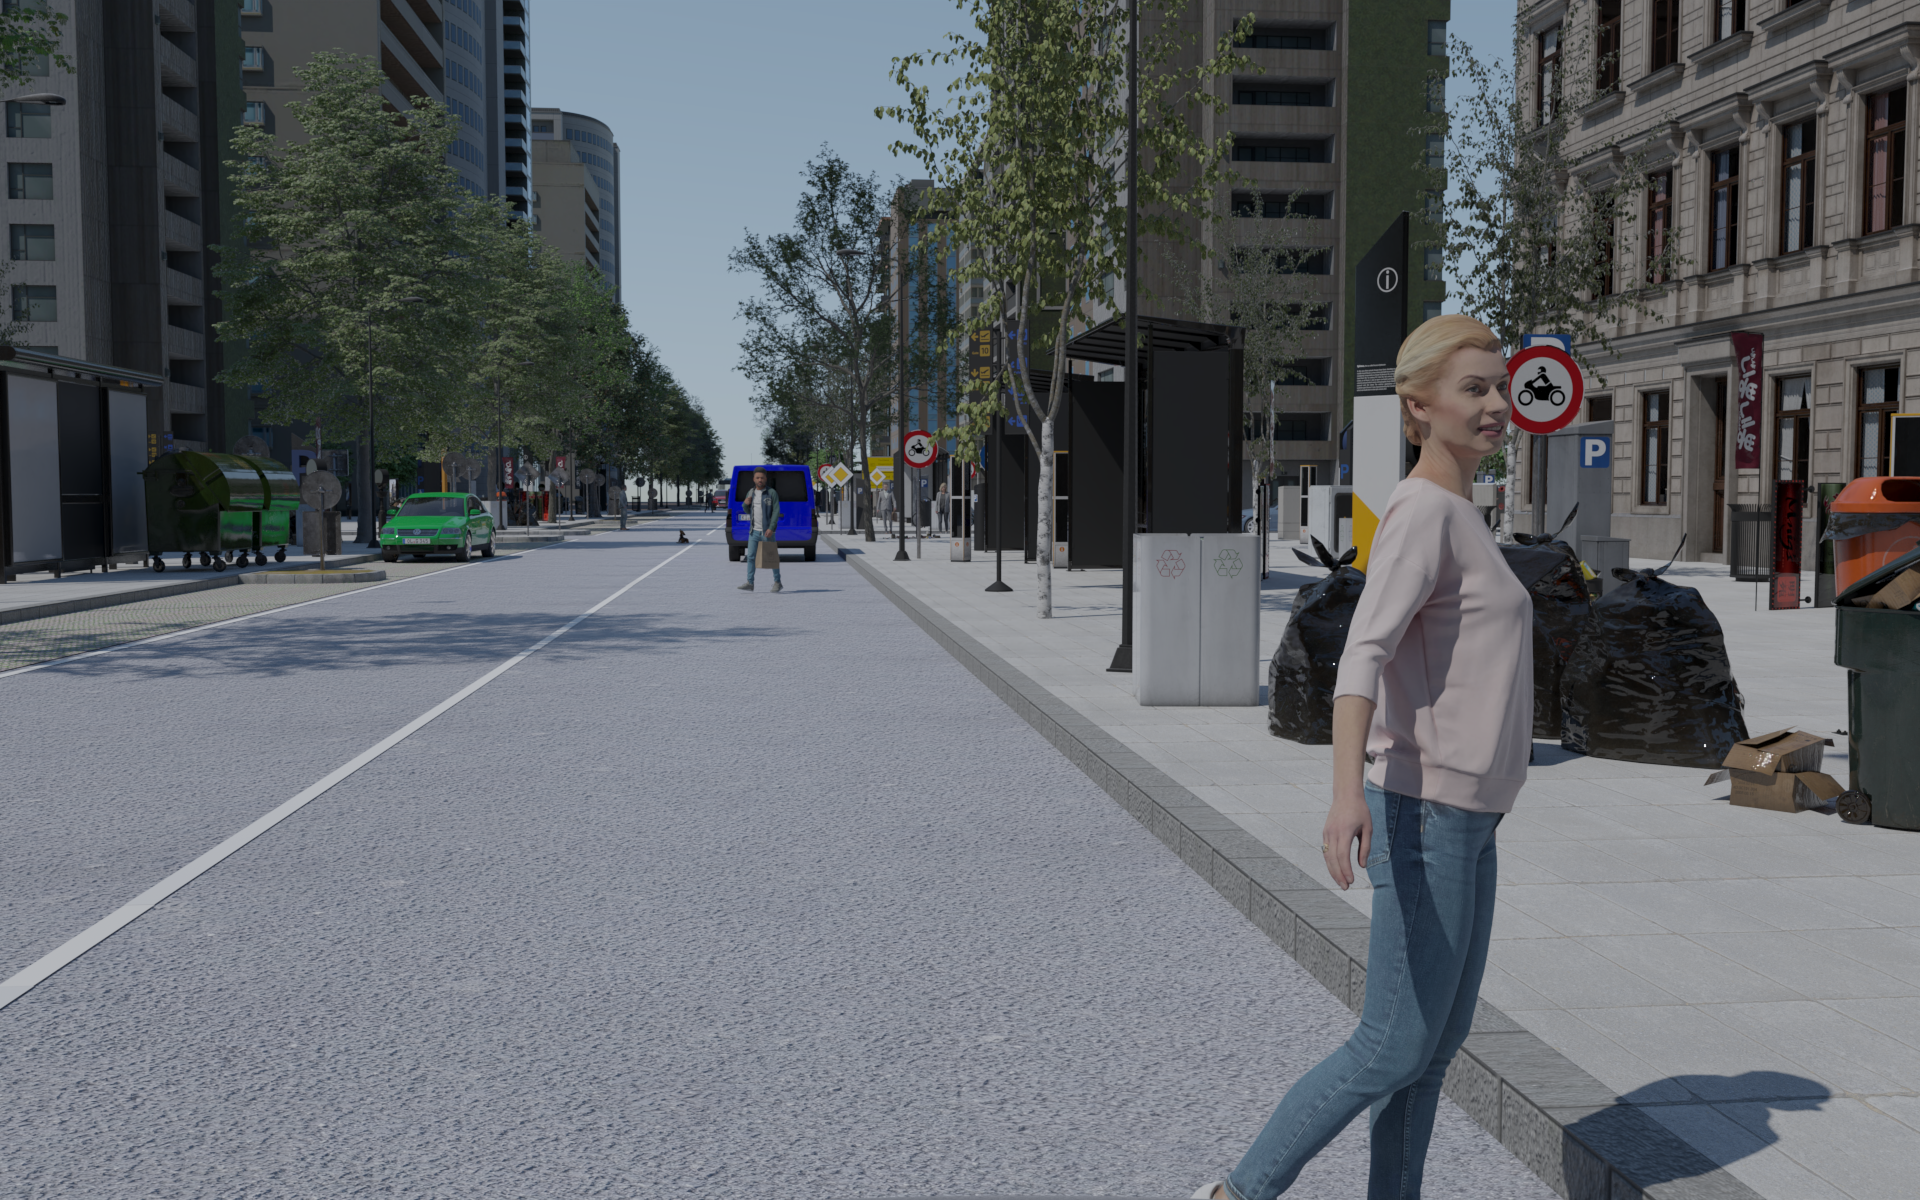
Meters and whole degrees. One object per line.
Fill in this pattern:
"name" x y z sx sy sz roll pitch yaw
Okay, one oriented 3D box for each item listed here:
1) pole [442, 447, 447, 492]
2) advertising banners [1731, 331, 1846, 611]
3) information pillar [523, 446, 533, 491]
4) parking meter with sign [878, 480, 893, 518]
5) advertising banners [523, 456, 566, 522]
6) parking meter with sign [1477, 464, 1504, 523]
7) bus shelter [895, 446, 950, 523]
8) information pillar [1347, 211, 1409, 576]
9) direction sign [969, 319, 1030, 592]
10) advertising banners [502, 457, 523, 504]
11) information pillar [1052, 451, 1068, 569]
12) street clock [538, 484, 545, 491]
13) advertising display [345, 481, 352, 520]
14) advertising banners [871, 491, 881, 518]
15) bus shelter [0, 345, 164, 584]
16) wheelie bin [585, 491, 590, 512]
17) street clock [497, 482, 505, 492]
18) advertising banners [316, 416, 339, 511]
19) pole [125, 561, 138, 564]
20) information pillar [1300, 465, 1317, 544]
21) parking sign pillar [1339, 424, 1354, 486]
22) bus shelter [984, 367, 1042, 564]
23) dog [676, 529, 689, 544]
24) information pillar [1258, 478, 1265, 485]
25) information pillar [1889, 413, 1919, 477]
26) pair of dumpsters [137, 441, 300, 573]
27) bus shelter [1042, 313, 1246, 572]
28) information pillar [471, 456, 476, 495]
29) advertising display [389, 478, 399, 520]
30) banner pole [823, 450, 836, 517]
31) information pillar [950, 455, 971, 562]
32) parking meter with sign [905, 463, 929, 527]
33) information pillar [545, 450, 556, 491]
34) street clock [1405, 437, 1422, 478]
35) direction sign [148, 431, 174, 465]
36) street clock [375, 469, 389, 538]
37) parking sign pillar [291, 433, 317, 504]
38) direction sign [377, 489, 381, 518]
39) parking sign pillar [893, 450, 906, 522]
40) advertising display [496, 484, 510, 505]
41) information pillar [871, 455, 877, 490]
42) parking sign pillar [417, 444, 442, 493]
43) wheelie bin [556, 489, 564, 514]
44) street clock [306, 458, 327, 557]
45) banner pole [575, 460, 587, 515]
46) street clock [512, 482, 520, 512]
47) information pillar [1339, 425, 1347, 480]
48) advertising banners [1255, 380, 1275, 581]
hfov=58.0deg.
"pole" -21.972 -4.893 73.848 0.158 3.312 0.155 0 3 0
"advertising banners" 9.168 -1.403 19.124 2.074 3.025 0.090 -2 4 -28
"information pillar" -20.828 -5.636 83.509 0.504 3.616 0.183 1 4 14
"parking meter with sign" -3.746 -5.836 91.674 0.543 3.016 1.738 -3 4 -38
"advertising banners" -19.263 -5.164 80.612 2.074 3.025 0.090 1 4 15
"parking meter with sign" 16.306 -3.517 53.767 0.543 3.016 1.738 0 4 3
"bus shelter" -1.541 -4.871 73.569 2.014 3.302 5.546 0 4 -6
"information pillar" 3.549 -1.422 14.602 0.183 3.616 0.504 -3 5 -41
"direction sign" 0.513 -1.880 22.740 0.876 3.537 0.379 2 4 27
"advertising banners" -20.557 -5.238 81.834 2.074 3.025 0.090 -1 4 -20
"information pillar" 1.742 -1.546 29.767 0.304 2.012 0.304 0 4 -2
"street clock" -29.149 -7.104 120.716 0.471 2.002 0.358 -2 4 -33
"advertising display" -30.646 -4.991 86.815 0.123 1.923 0.974 -2 4 -30
"advertising banners" -3.803 -6.164 96.962 2.074 3.025 0.090 -1 4 -17
"bus shelter" -14.509 -2.946 25.796 2.179 5.291 8.768 0 4 -6
"wheelie bin" -26.060 -6.990 122.197 0.693 1.594 0.980 0 4 1
"street clock" -27.069 -5.971 102.189 0.358 2.002 0.471 2 4 33
"advertising banners" -14.001 -2.576 38.306 0.090 3.025 2.074 -2 4 -31
"pole" -15.140 -2.307 31.564 0.158 3.312 0.155 0 3 0
"information pillar" 8.908 -2.434 44.290 0.304 2.012 0.304 -3 4 -38
"parking sign pillar" 11.389 -3.710 49.130 1.447 3.967 1.447 -2 4 -31
"bus shelter" 1.361 -2.666 34.872 1.731 3.624 6.357 0 4 -6
"dog" -8.121 -1.845 50.366 0.550 0.427 0.748 1 4 13
"information pillar" 13.463 -4.468 77.540 0.304 2.012 0.304 -1 4 -14
"information pillar" 8.691 -0.698 15.907 0.304 2.012 0.304 2 4 28
"pair of dumpsters" -12.898 -1.699 30.274 1.574 2.255 4.437 0 4 -6
"bus shelter" 2.614 -2.103 25.662 1.731 3.624 6.357 0 4 -6
"information pillar" -29.837 -7.015 106.045 0.183 3.616 0.504 2 4 34
"advertising display" -23.369 -4.056 71.531 0.123 1.923 0.974 -2 4 -34
"banner pole" -7.329 -6.595 97.844 0.863 3.779 0.401 -3 4 -37
"information pillar" 0.015 -1.722 32.646 0.304 2.012 0.304 2 4 29
"parking meter with sign" -1.582 -4.437 68.812 0.543 3.016 1.738 -2 4 -25
"information pillar" -19.567 -5.586 82.684 0.504 3.616 0.183 -1 4 -16
"street clock" 4.506 -0.769 17.142 0.471 2.002 0.358 -3 5 -41
"direction sign" -28.714 -4.297 62.254 0.876 3.537 0.379 -1 4 -17
"street clock" -16.767 -2.794 50.246 0.471 2.002 0.358 3 5 39
"parking sign pillar" -28.697 -5.363 76.149 1.447 3.967 1.447 0 4 -7
"direction sign" -31.087 -6.165 92.789 0.379 3.537 0.876 -2 4 -30
"parking sign pillar" -2.358 -5.521 78.745 1.447 3.967 1.447 1 4 20
"advertising display" -28.741 -6.335 108.792 0.974 1.923 0.123 0 4 4
"information pillar" -5.192 -6.879 103.827 0.504 3.616 0.183 1 4 16
"parking sign pillar" -29.237 -6.591 96.242 1.447 3.967 1.447 1 4 10
"wheelie bin" -26.011 -6.349 111.713 0.980 1.594 0.693 3 4 39
"street clock" -13.091 -1.878 35.273 0.471 2.002 0.358 3 5 41
"banner pole" -23.423 -7.146 106.850 0.401 3.779 0.863 3 5 43
"street clock" -25.907 -5.900 101.040 0.358 2.002 0.471 2 4 26
"information pillar" 12.228 -3.885 54.872 0.504 3.616 0.183 -2 4 -27
"advertising banners" 4.614 -1.829 26.091 0.090 3.025 2.074 1 4 16
